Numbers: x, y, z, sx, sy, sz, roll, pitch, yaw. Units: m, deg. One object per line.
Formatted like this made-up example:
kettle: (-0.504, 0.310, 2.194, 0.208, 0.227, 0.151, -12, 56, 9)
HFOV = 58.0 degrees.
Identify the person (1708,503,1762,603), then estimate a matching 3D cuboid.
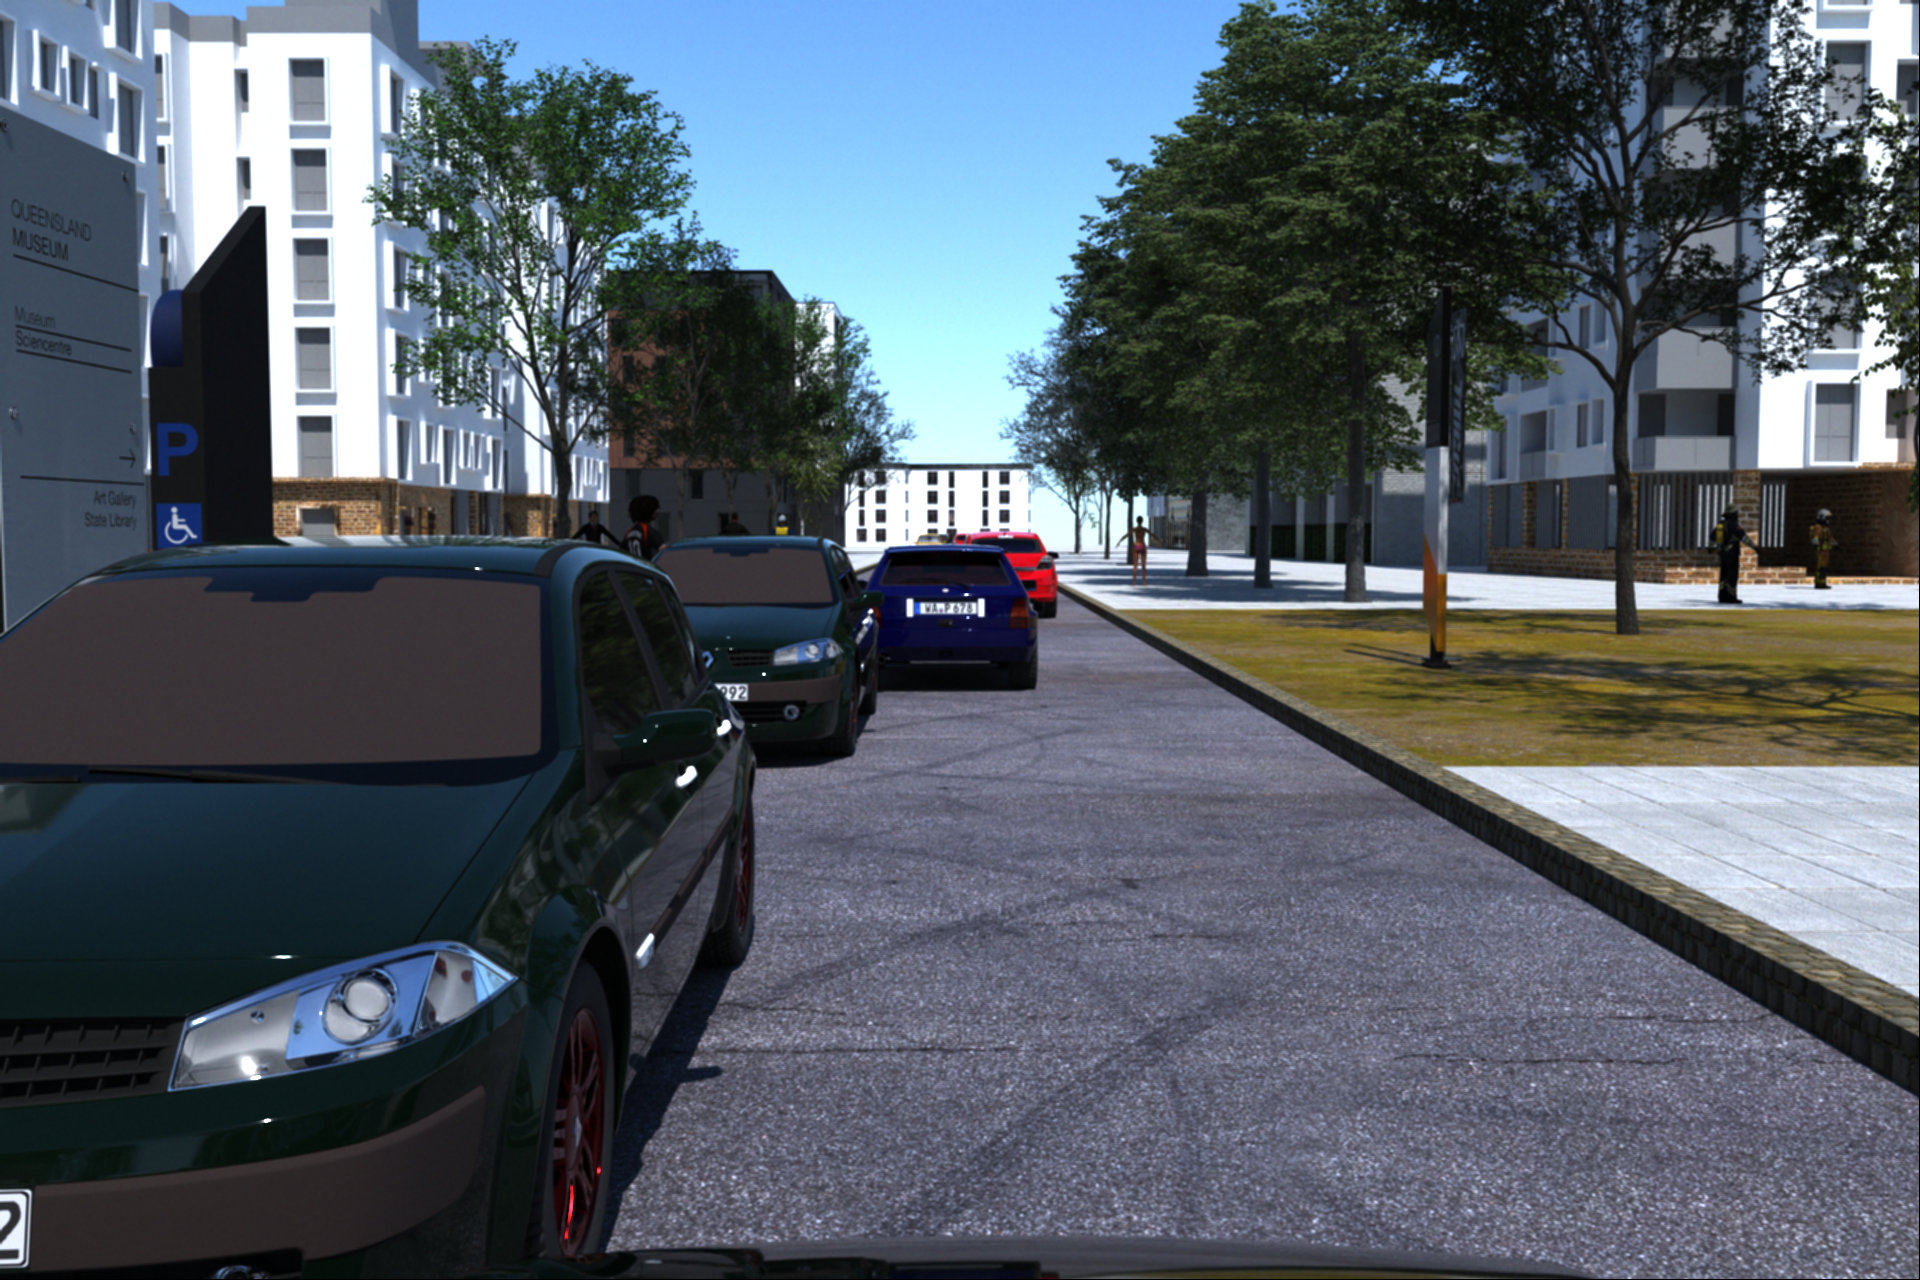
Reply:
person: (14.299, -1.611, 32.124, 0.705, 1.856, 1.354, -1, 4, -16)

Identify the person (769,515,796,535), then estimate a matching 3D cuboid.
person: (-4.556, -2.335, 44.638, 1.216, 1.772, 0.721, 0, 4, 5)

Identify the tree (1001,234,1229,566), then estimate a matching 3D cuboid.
tree: (6.900, -9.811, 70.780, 12.009, 13.543, 11.850, 0, 3, 0)

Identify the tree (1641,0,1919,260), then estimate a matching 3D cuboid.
tree: (7.236, -4.591, 9.481, 8.767, 10.594, 7.601, 3, 5, 40)

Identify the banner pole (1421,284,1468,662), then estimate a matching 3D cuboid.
banner pole: (4.900, -1.666, 17.255, 0.401, 3.779, 0.863, 0, 4, -1)

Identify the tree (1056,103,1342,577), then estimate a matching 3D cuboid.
tree: (7.166, -8.907, 52.280, 9.857, 13.997, 8.962, 0, 3, 0)

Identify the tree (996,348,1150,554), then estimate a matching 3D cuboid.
tree: (7.448, -12.278, 111.119, 12.009, 13.543, 11.850, 0, 3, 0)

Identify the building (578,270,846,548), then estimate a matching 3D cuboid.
building: (-25.012, -18.756, 150.634, 27.936, 21.610, 32.646, 0, 4, 0)

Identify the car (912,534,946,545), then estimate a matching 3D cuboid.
car: (-1.802, -5.593, 101.662, 2.015, 1.641, 3.980, 0, 4, 0)

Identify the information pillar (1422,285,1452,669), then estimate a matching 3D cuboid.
information pillar: (4.568, -1.543, 16.588, 0.183, 3.616, 0.504, 0, 4, -2)

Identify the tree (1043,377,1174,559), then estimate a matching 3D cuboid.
tree: (7.740, -9.357, 87.406, 7.601, 10.594, 8.767, -2, 4, -28)

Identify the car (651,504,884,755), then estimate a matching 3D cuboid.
car: (-1.523, -0.163, 12.450, 2.009, 1.686, 4.222, 0, 4, 0)

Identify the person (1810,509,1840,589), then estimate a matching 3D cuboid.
person: (20.121, -2.115, 40.346, 1.354, 1.858, 0.705, -3, 5, -42)

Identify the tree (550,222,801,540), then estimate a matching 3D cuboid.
tree: (-8.711, -7.235, 52.707, 8.767, 10.594, 7.601, 0, 4, 6)

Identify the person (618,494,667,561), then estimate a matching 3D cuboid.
person: (-3.145, -0.544, 17.502, 1.345, 1.843, 0.704, 3, 5, 43)

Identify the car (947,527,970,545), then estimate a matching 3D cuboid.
car: (0.411, -4.840, 88.169, 2.155, 1.783, 4.494, 0, 4, 0)

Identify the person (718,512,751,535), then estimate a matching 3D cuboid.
person: (-5.388, -2.162, 41.569, 1.346, 1.802, 0.704, 1, 4, 9)

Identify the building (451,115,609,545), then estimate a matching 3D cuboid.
building: (-23.825, -13.658, 79.730, 16.016, 20.090, 11.380, 0, 4, 1)

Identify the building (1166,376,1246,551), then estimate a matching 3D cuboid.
building: (26.875, -18.827, 138.750, 19.493, 23.208, 18.063, 0, 4, 0)

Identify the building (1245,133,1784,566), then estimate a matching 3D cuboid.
building: (25.018, -13.363, 84.938, 16.747, 18.905, 31.486, 0, 3, 0)

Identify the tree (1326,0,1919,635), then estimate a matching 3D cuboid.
tree: (8.207, -5.352, 21.917, 7.601, 10.594, 8.767, 1, 4, 11)

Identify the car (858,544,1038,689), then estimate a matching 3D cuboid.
car: (-0.172, -0.292, 17.357, 1.945, 1.354, 3.894, 0, 4, -1)

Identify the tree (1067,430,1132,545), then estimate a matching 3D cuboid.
tree: (17.511, -21.443, 206.478, 12.611, 20.169, 13.585, 0, 3, 0)

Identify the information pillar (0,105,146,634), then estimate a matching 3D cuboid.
information pillar: (-5.319, -1.160, 10.277, 0.184, 3.620, 1.656, 0, 4, 1)

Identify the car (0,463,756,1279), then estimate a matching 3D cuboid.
car: (-1.550, 0.329, 4.411, 2.009, 1.686, 4.222, 0, 4, 0)

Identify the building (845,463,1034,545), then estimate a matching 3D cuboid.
building: (-5.758, -15.898, 204.539, 28.070, 9.664, 9.099, 1, 4, 10)

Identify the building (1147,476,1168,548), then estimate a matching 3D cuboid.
building: (23.583, -19.156, 169.617, 16.016, 20.090, 11.380, 0, 4, 0)

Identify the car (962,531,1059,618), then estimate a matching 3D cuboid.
car: (0.740, -1.351, 31.137, 2.155, 1.783, 4.494, 0, 4, -1)

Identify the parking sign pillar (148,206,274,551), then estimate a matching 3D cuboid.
parking sign pillar: (-5.902, -1.543, 13.694, 1.447, 3.967, 1.447, 0, 3, 0)

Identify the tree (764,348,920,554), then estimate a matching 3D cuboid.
tree: (-7.766, -12.434, 113.667, 12.009, 13.543, 11.850, 0, 3, 0)

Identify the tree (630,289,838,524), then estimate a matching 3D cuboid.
tree: (-8.200, -7.887, 63.362, 8.767, 10.594, 7.601, 1, 4, 15)

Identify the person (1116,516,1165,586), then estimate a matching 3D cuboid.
person: (4.450, -2.202, 42.812, 1.217, 1.733, 0.721, 1, 4, 11)

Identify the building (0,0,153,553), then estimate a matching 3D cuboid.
building: (-27.713, -10.980, 35.943, 16.016, 20.090, 11.380, 0, 4, 1)

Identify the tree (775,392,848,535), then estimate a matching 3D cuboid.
tree: (-7.819, -8.437, 88.309, 4.737, 8.622, 4.395, 0, 3, 0)

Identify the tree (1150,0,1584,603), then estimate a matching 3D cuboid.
tree: (7.338, -6.948, 31.731, 7.486, 12.596, 7.792, 0, 3, 0)

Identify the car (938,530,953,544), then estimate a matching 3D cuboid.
car: (-1.466, -6.472, 115.597, 2.009, 1.686, 4.222, 0, 4, 0)

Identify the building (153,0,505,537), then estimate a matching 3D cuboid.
building: (-23.456, -12.284, 57.258, 16.016, 20.090, 11.380, 0, 4, 0)

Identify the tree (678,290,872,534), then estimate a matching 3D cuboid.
tree: (-7.819, -8.995, 72.831, 9.928, 11.665, 9.643, 0, 3, 0)

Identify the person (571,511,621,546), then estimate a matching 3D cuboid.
person: (-8.330, -2.034, 39.436, 1.347, 1.806, 0.705, -2, 4, -24)

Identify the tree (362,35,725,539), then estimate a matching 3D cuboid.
tree: (-8.523, -6.787, 36.726, 9.928, 11.665, 9.643, 0, 3, 0)

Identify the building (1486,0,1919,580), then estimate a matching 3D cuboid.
building: (22.838, -12.237, 56.497, 16.016, 20.090, 11.380, 0, 4, 0)

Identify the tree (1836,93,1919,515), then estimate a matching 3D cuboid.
tree: (15.381, -4.677, 26.827, 4.737, 8.622, 4.395, 0, 3, 0)

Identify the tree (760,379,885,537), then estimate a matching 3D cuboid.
tree: (-8.121, -10.317, 103.103, 8.767, 10.594, 7.601, 1, 4, 21)

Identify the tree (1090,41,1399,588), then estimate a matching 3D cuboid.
tree: (6.804, -7.502, 40.786, 7.486, 12.596, 7.792, 0, 3, 0)

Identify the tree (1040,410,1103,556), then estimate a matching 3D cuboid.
tree: (7.052, -9.124, 99.539, 4.360, 8.622, 3.978, 0, 3, 0)
